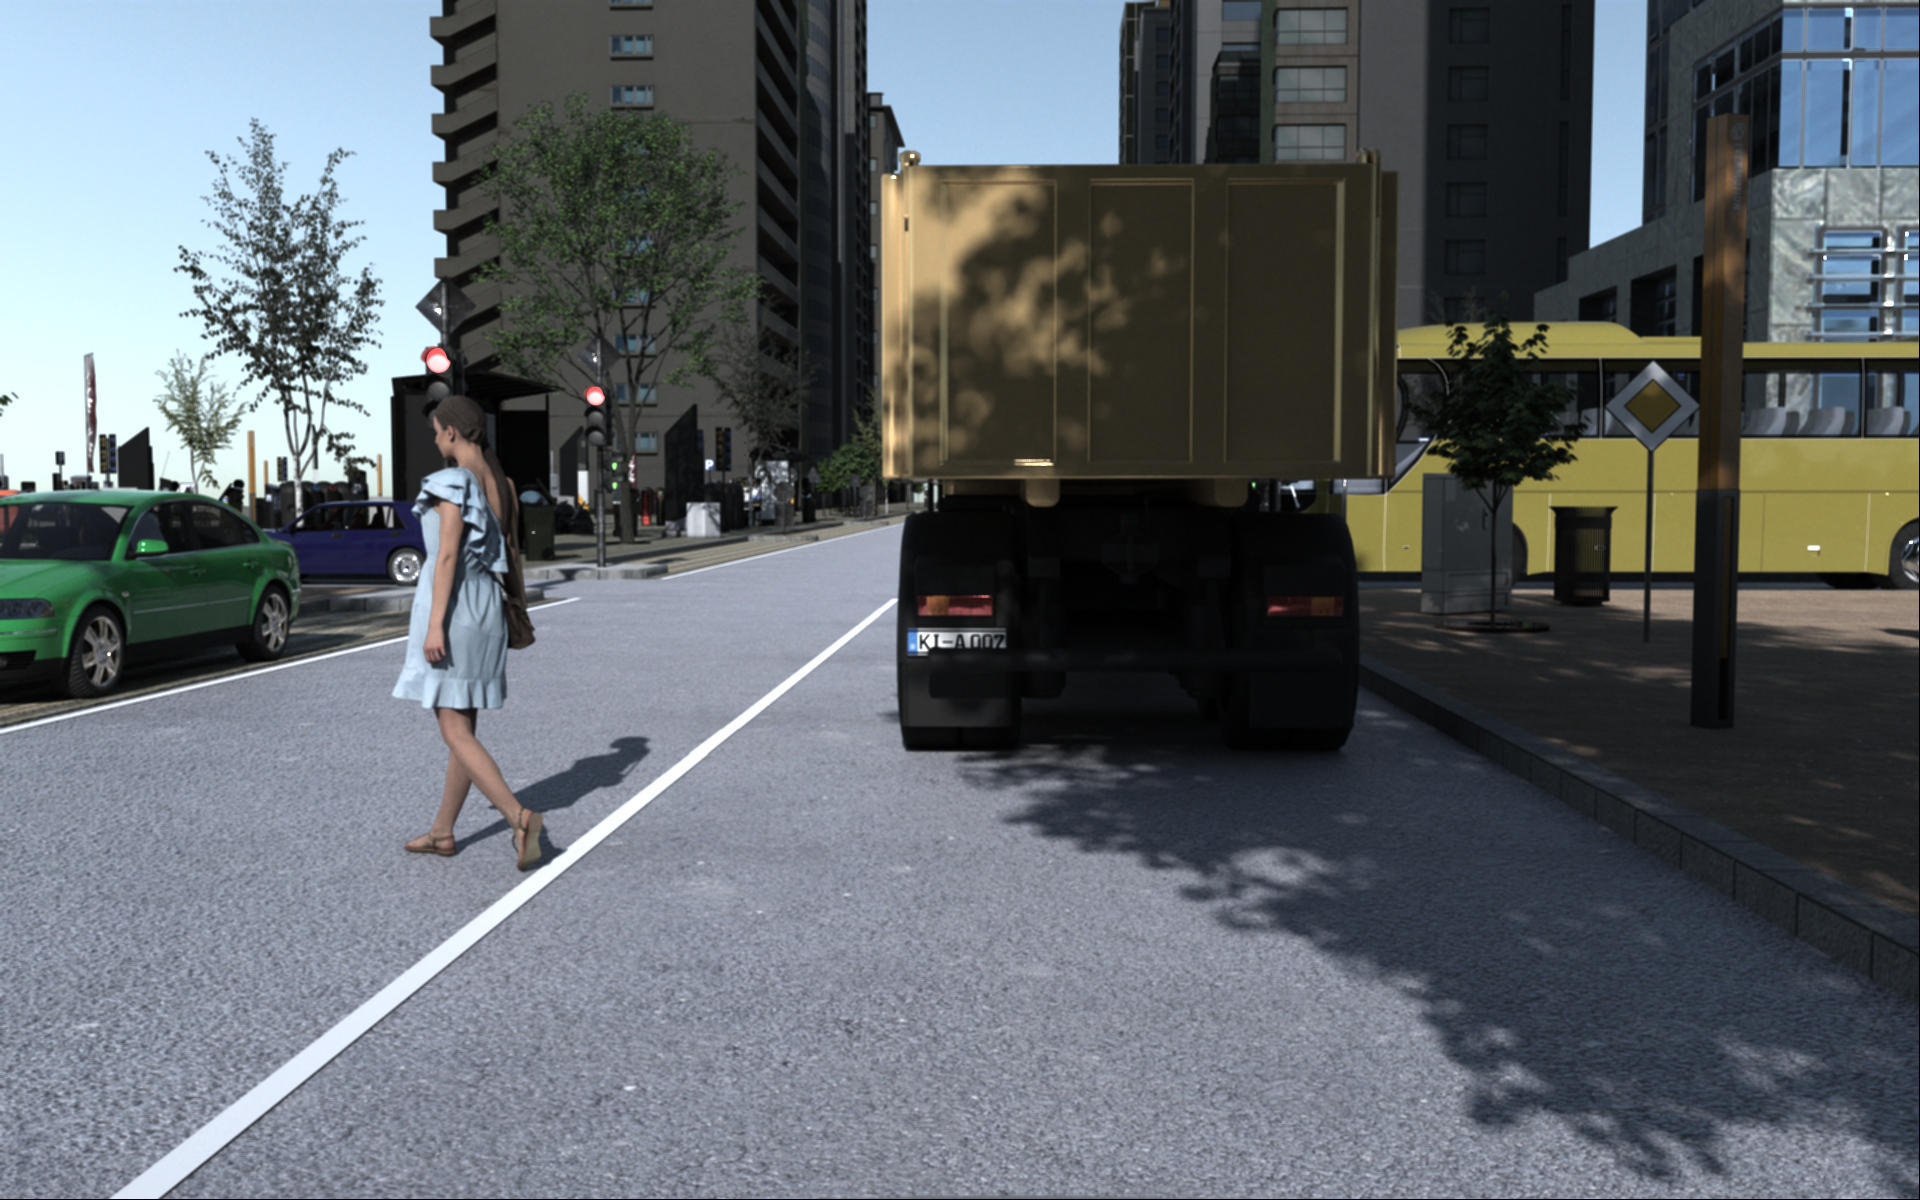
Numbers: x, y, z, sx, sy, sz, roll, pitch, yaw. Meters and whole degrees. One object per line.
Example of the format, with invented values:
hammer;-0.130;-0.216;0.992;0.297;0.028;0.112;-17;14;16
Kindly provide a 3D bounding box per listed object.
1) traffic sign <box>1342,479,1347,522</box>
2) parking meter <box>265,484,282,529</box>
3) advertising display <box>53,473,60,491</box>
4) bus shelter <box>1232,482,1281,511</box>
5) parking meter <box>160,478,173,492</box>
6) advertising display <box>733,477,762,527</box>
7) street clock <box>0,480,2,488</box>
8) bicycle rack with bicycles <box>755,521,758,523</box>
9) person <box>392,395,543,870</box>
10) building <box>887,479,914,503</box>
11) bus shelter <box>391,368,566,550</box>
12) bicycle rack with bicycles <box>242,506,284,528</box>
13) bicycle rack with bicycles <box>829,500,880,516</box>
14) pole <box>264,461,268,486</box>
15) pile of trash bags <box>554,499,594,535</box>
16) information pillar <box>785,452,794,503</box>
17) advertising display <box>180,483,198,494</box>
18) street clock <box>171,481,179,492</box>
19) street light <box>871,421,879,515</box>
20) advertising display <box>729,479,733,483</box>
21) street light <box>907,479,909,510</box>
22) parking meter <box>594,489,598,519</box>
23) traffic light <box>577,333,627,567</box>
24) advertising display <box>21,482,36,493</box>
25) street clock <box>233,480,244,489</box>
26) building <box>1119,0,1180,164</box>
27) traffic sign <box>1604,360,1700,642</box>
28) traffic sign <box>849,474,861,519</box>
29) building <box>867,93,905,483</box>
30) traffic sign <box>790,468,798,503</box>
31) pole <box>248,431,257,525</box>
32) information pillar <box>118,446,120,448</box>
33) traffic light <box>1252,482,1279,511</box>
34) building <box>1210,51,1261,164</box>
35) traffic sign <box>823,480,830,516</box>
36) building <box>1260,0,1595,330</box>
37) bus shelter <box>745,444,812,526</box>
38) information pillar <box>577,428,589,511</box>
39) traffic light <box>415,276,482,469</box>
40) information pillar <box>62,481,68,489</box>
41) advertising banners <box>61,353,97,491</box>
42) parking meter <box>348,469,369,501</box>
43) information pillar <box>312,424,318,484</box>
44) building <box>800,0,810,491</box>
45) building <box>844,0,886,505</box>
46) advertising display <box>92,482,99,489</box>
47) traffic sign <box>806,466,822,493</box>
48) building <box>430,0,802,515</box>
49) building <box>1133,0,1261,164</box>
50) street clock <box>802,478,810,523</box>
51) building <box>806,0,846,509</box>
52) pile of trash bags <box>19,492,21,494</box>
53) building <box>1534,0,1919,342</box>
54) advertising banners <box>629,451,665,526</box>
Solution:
traffic sign;5.038;-1.258;22.706;0.606;2.300;0.079;1;4;12
parking meter;-17.080;-2.122;43.100;0.372;1.533;0.369;0;3;0
advertising display;-27.910;-2.956;53.541;0.123;1.923;0.974;-1;4;-23
bus shelter;6.557;-2.801;37.083;1.731;3.624;6.357;0;4;2
parking meter;-28.086;-3.401;61.321;0.399;1.863;0.255;-1;4;-22
advertising display;-8.201;-3.795;67.264;0.974;1.923;0.123;0;4;2
street clock;-45.941;-4.773;82.603;0.471;2.002;0.358;0;4;4
bicycle rack with bicycles;-10.127;-3.812;75.708;2.925;0.926;2.852;-2;4;-28
person;-1.875;0.113;6.747;0.778;1.811;0.616;2;4;32
building;-14.226;-29.483;253.745;14.160;30.474;14.107;0;4;2
bus shelter;-9.741;-2.708;35.553;1.731;3.624;6.357;0;4;2
bicycle rack with bicycles;-21.351;-2.334;51.538;2.852;0.926;2.925;-2;4;-31
bicycle rack with bicycles;-6.627;-5.525;103.719;2.925;0.926;2.852;2;4;29
pole;-42.477;-6.863;106.053;0.158;3.312;0.155;0;3;0
pile of trash bags;-13.350;-2.732;54.417;3.447;1.369;1.912;-2;4;-32
information pillar;-9.476;-6.408;96.126;0.504;3.616;0.183;0;4;7
advertising display;-45.363;-5.914;101.901;0.974;1.923;0.123;-1;4;-13
street clock;-44.564;-5.732;98.285;0.358;2.002;0.471;2;4;25
street light;-5.192;-8.216;107.118;0.468;5.910;1.993;0;4;2
advertising display;-9.577;-4.126;72.676;0.123;1.923;0.974;-1;4;-14
street light;-4.103;-9.994;136.194;0.468;5.910;1.993;0;4;2
parking meter;-19.011;-5.050;90.974;0.372;1.533;0.369;0;3;0
traffic light;-6.278;-2.531;30.299;0.839;4.253;0.868;0;4;2
advertising display;-48.547;-5.203;90.286;0.123;1.923;0.974;0;4;7
street clock;-36.193;-5.039;86.952;0.471;2.002;0.358;1;4;11
building;31.584;-49.763;251.870;20.563;71.187;20.611;0;4;2
traffic sign;5.959;-0.843;14.972;0.795;2.450;0.064;1;4;10
traffic sign;-5.486;-5.405;90.494;0.606;2.300;0.079;1;4;9
building;-22.480;-39.338;232.414;28.713;52.752;27.495;0;4;2
traffic sign;-8.204;-5.110;83.647;0.768;2.556;0.104;0;4;8
pole;-22.852;-3.796;55.907;0.158;3.312;0.155;0;3;0
information pillar;-40.519;-5.664;83.958;0.504;3.616;0.183;0;4;-3
traffic light;3.954;-2.018;21.913;0.839;4.253;0.868;0;4;2
building;23.576;-21.094;116.581;14.160;30.474;14.107;0;4;2
traffic sign;-7.925;-6.132;100.372;0.768;2.556;0.104;1;4;8
building;21.236;-24.428;82.987;14.154;41.232;14.086;0;4;2
bus shelter;-7.519;-4.790;72.237;2.014;3.302;5.546;0;4;2
information pillar;-13.419;-4.303;61.713;0.504;3.616;0.183;3;4;38
traffic light;-6.599;-2.043;22.321;0.839;4.253;0.868;0;4;2
information pillar;-48.636;-5.477;94.048;0.304;2.012;0.304;1;4;23
advertising banners;-11.338;-1.597;22.302;0.090;3.025;2.074;-3;4;-37
parking meter;-12.868;-1.918;37.074;0.399;1.863;0.255;-1;4;-16
information pillar;-21.587;-4.076;57.995;0.183;3.616;0.504;-2;4;-31
building;-19.657;-27.636;135.448;14.154;41.232;14.086;0;4;2
building;-19.505;-47.061;207.704;20.563;71.187;20.611;0;4;2
advertising display;-45.991;-5.311;92.042;0.123;1.923;0.974;0;4;-6
traffic sign;-6.800;-4.902;80.147;0.884;2.594;0.081;1;4;11
building;-22.698;-30.129;116.313;21.300;48.544;21.600;0;4;2
building;31.663;-41.003;212.397;21.231;58.520;28.212;0;4;2
street clock;-6.801;-4.388;76.309;0.358;2.002;0.471;1;4;9
building;-22.352;-37.604;156.830;21.231;58.520;28.212;0;4;2
pile of trash bags;-18.717;-1.660;36.895;3.447;1.369;1.912;-1;4;-13
building;32.003;-44.643;42.584;31.000;86.520;22.319;0;4;2
advertising banners;-12.669;-4.515;70.002;2.074;3.025;0.090;2;4;29
